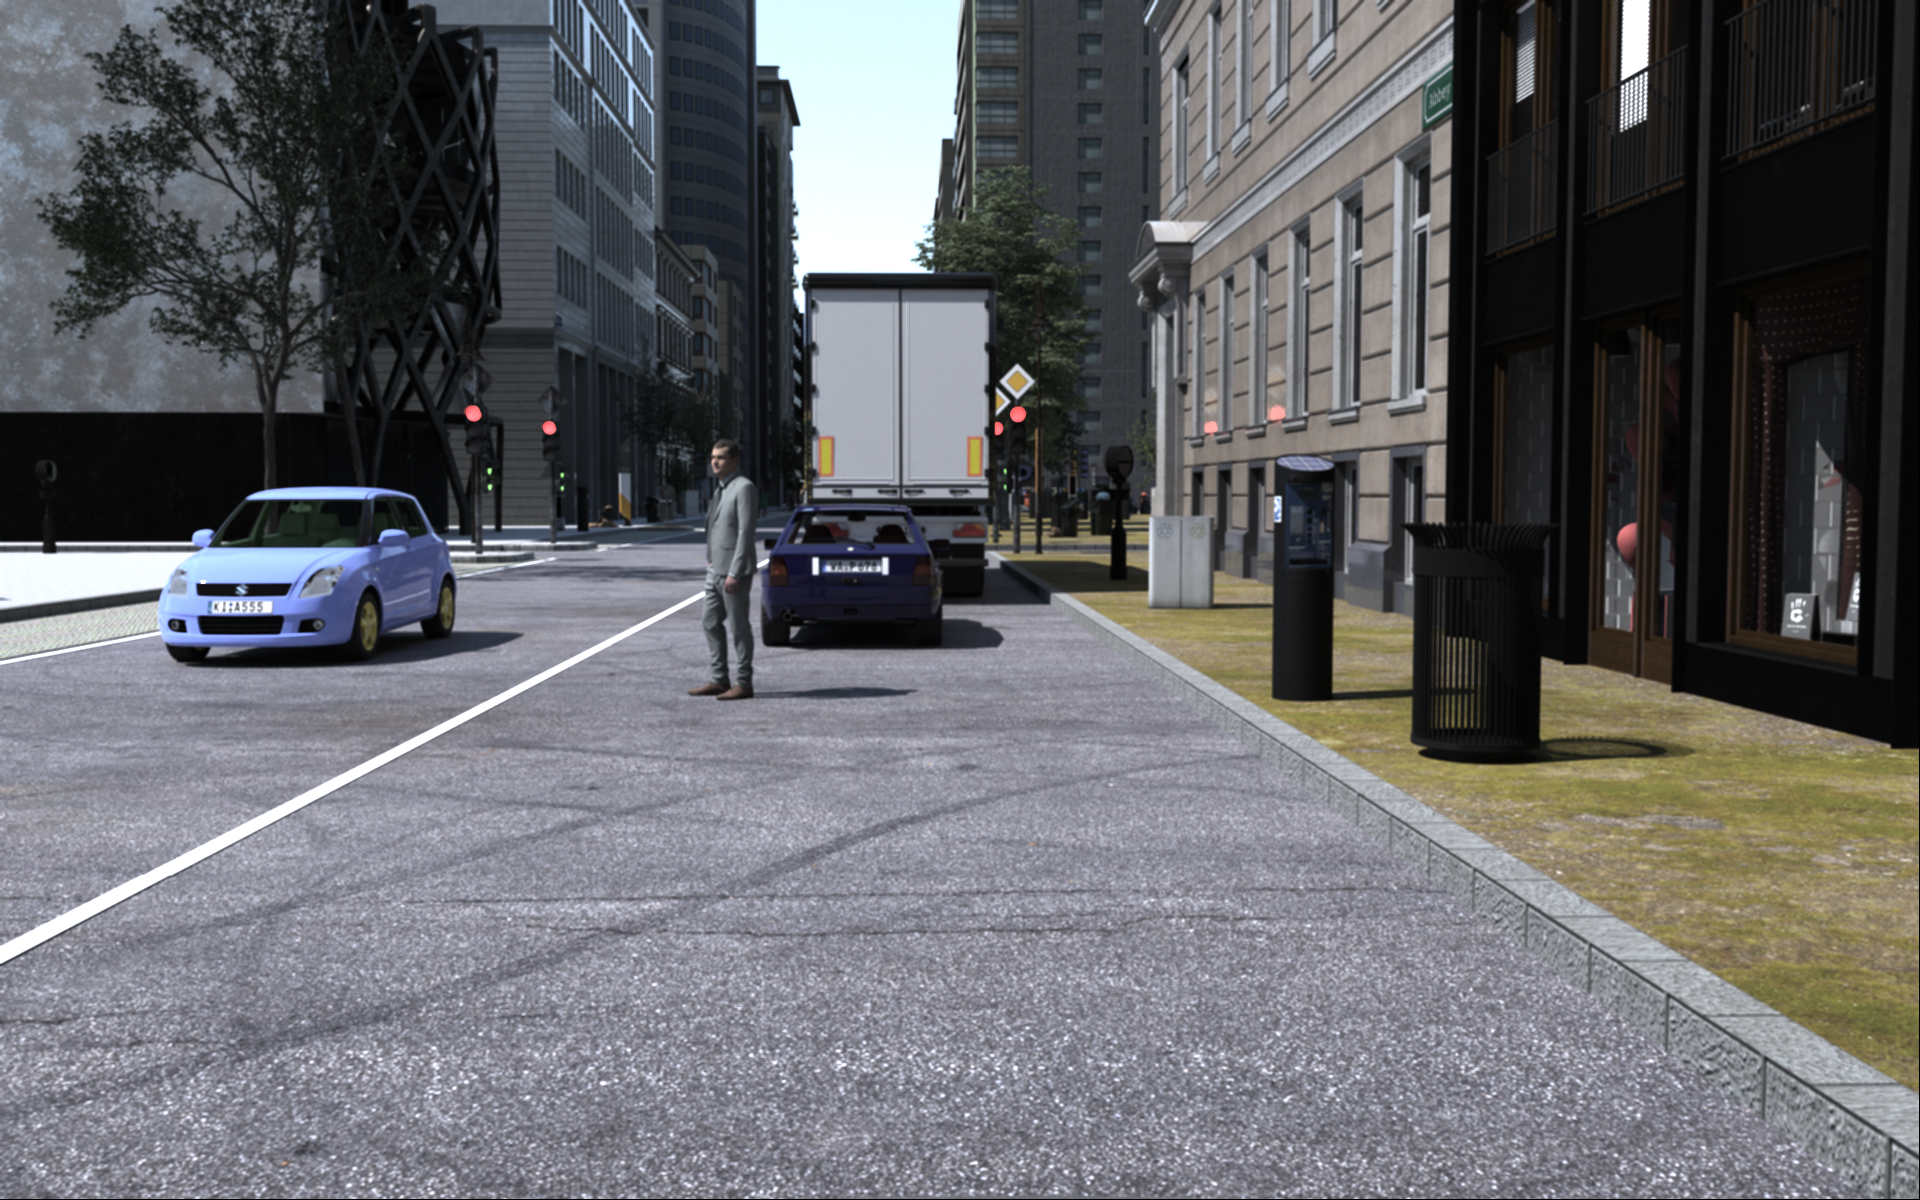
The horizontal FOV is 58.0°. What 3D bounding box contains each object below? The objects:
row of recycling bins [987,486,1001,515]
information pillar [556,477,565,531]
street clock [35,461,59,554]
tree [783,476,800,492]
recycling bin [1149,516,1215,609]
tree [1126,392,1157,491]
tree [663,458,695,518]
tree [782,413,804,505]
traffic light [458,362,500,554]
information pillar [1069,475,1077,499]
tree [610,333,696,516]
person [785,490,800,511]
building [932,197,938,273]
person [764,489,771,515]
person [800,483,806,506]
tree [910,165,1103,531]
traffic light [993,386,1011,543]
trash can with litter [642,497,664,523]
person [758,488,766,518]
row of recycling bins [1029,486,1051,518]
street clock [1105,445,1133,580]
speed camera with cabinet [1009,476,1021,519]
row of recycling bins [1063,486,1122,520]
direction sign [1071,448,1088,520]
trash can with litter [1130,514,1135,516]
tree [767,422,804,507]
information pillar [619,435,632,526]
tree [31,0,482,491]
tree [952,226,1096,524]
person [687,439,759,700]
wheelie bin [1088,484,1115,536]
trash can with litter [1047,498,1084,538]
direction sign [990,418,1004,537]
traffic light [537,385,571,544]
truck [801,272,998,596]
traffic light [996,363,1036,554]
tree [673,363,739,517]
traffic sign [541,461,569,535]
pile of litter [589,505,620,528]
[{"bbox_3d":[1.815,-4.776,85.205,1.069,1.692,3.534,0,4,1],"label":"row of recycling bins"},{"bbox_3d":[-13.965,-3.418,60.370,0.304,2.012,0.304,0,4,2],"label":"information pillar"},{"bbox_3d":[-19.693,-2.008,37.405,0.358,2.002,0.471,0,4,8],"label":"street clock"},{"bbox_3d":[-18.051,-11.579,183.915,1.663,3.219,1.824,0,3,0],"label":"tree"},{"bbox_3d":[2.511,-0.433,19.626,0.722,1.027,0.722,0,4,8],"label":"recycling bin"},{"bbox_3d":[13.617,-10.259,118.094,4.737,8.622,4.395,0,3,0],"label":"tree"},{"bbox_3d":[-15.054,-6.019,93.012,1.663,3.219,1.824,0,3,0],"label":"tree"},{"bbox_3d":[-18.419,-16.083,197.362,8.767,10.594,7.601,0,4,-3],"label":"tree"},{"bbox_3d":[-10.244,-2.931,36.844,0.839,4.253,0.868,0,4,-2],"label":"traffic light"},{"bbox_3d":[4.329,-3.801,66.636,0.304,2.012,0.304,0,4,2],"label":"information pillar"},{"bbox_3d":[-13.819,-7.862,78.899,4.360,8.622,3.978,0,3,0],"label":"tree"},{"bbox_3d":[-13.763,-8.138,142.281,1.217,1.743,0.721,0,4,-4],"label":"person"},{"bbox_3d":[7.156,-36.454,250.650,22.147,44.769,28.867,0,4,-2],"label":"building"},{"bbox_3d":[-13.320,-6.722,118.650,0.600,1.795,0.529,2,4,25],"label":"person"},{"bbox_3d":[-4.717,-2.732,53.349,0.473,1.802,0.592,0,4,-1],"label":"person"},{"bbox_3d":[1.335,-8.689,60.200,7.486,12.596,7.792,0,3,0],"label":"tree"},{"bbox_3d":[0.920,-3.445,45.254,0.839,4.253,0.868,0,4,-2],"label":"traffic light"},{"bbox_3d":[-13.744,-4.055,77.691,0.624,1.170,1.055,1,4,19],"label":"trash can with litter"},{"bbox_3d":[-11.805,-5.774,103.151,0.529,1.795,0.600,1,4,14],"label":"person"},{"bbox_3d":[4.418,-5.270,93.279,1.069,1.692,3.534,1,4,12],"label":"row of recycling bins"},{"bbox_3d":[2.376,-1.304,25.897,0.358,2.002,0.471,2,4,35],"label":"street clock"},{"bbox_3d":[2.641,-5.822,89.532,0.660,3.252,2.038,1,4,15],"label":"speed camera with cabinet"},{"bbox_3d":[6.448,-4.868,86.703,3.534,1.692,1.069,0,4,1],"label":"row of recycling bins"},{"bbox_3d":[5.892,-5.729,85.664,0.876,3.537,0.379,1,4,19],"label":"direction sign"},{"bbox_3d":[9.151,-5.511,101.158,2.233,1.210,1.678,0,4,1],"label":"trash can with litter"},{"bbox_3d":[-17.597,-13.825,176.404,4.360,8.622,3.978,0,3,0],"label":"tree"},{"bbox_3d":[-13.316,-4.742,68.885,0.504,3.616,0.183,-3,5,-44],"label":"information pillar"},{"bbox_3d":[-12.182,-5.831,29.754,8.767,10.594,7.601,1,4,17],"label":"tree"},{"bbox_3d":[1.344,-9.601,73.987,9.611,12.733,9.660,0,3,0],"label":"tree"},{"bbox_3d":[-1.610,-0.217,12.146,0.391,1.810,0.635,-2,4,-35],"label":"person"},{"bbox_3d":[4.397,-2.799,53.677,0.693,1.594,0.980,-2,4,-29],"label":"wheelie bin"},{"bbox_3d":[3.113,-2.440,51.276,1.055,1.170,0.624,-3,4,-39],"label":"trash can with litter"},{"bbox_3d":[1.089,-3.663,51.888,0.379,3.537,0.876,-2,4,-26],"label":"direction sign"},{"bbox_3d":[-10.534,-3.419,44.824,0.839,4.253,0.868,0,4,-2],"label":"traffic light"},{"bbox_3d":[-0.931,-2.363,27.544,2.839,4.237,11.283,0,4,-2],"label":"truck"},{"bbox_3d":[1.209,-2.957,37.274,0.839,4.253,0.868,0,4,-2],"label":"traffic light"},{"bbox_3d":[-14.592,-9.026,97.935,4.737,8.622,4.395,0,3,0],"label":"tree"},{"bbox_3d":[-12.747,-3.336,54.554,0.884,2.594,0.081,0,4,-2],"label":"traffic sign"},{"bbox_3d":[-13.811,-3.236,66.870,1.176,0.858,1.719,-3,4,-36],"label":"pile of litter"}]
